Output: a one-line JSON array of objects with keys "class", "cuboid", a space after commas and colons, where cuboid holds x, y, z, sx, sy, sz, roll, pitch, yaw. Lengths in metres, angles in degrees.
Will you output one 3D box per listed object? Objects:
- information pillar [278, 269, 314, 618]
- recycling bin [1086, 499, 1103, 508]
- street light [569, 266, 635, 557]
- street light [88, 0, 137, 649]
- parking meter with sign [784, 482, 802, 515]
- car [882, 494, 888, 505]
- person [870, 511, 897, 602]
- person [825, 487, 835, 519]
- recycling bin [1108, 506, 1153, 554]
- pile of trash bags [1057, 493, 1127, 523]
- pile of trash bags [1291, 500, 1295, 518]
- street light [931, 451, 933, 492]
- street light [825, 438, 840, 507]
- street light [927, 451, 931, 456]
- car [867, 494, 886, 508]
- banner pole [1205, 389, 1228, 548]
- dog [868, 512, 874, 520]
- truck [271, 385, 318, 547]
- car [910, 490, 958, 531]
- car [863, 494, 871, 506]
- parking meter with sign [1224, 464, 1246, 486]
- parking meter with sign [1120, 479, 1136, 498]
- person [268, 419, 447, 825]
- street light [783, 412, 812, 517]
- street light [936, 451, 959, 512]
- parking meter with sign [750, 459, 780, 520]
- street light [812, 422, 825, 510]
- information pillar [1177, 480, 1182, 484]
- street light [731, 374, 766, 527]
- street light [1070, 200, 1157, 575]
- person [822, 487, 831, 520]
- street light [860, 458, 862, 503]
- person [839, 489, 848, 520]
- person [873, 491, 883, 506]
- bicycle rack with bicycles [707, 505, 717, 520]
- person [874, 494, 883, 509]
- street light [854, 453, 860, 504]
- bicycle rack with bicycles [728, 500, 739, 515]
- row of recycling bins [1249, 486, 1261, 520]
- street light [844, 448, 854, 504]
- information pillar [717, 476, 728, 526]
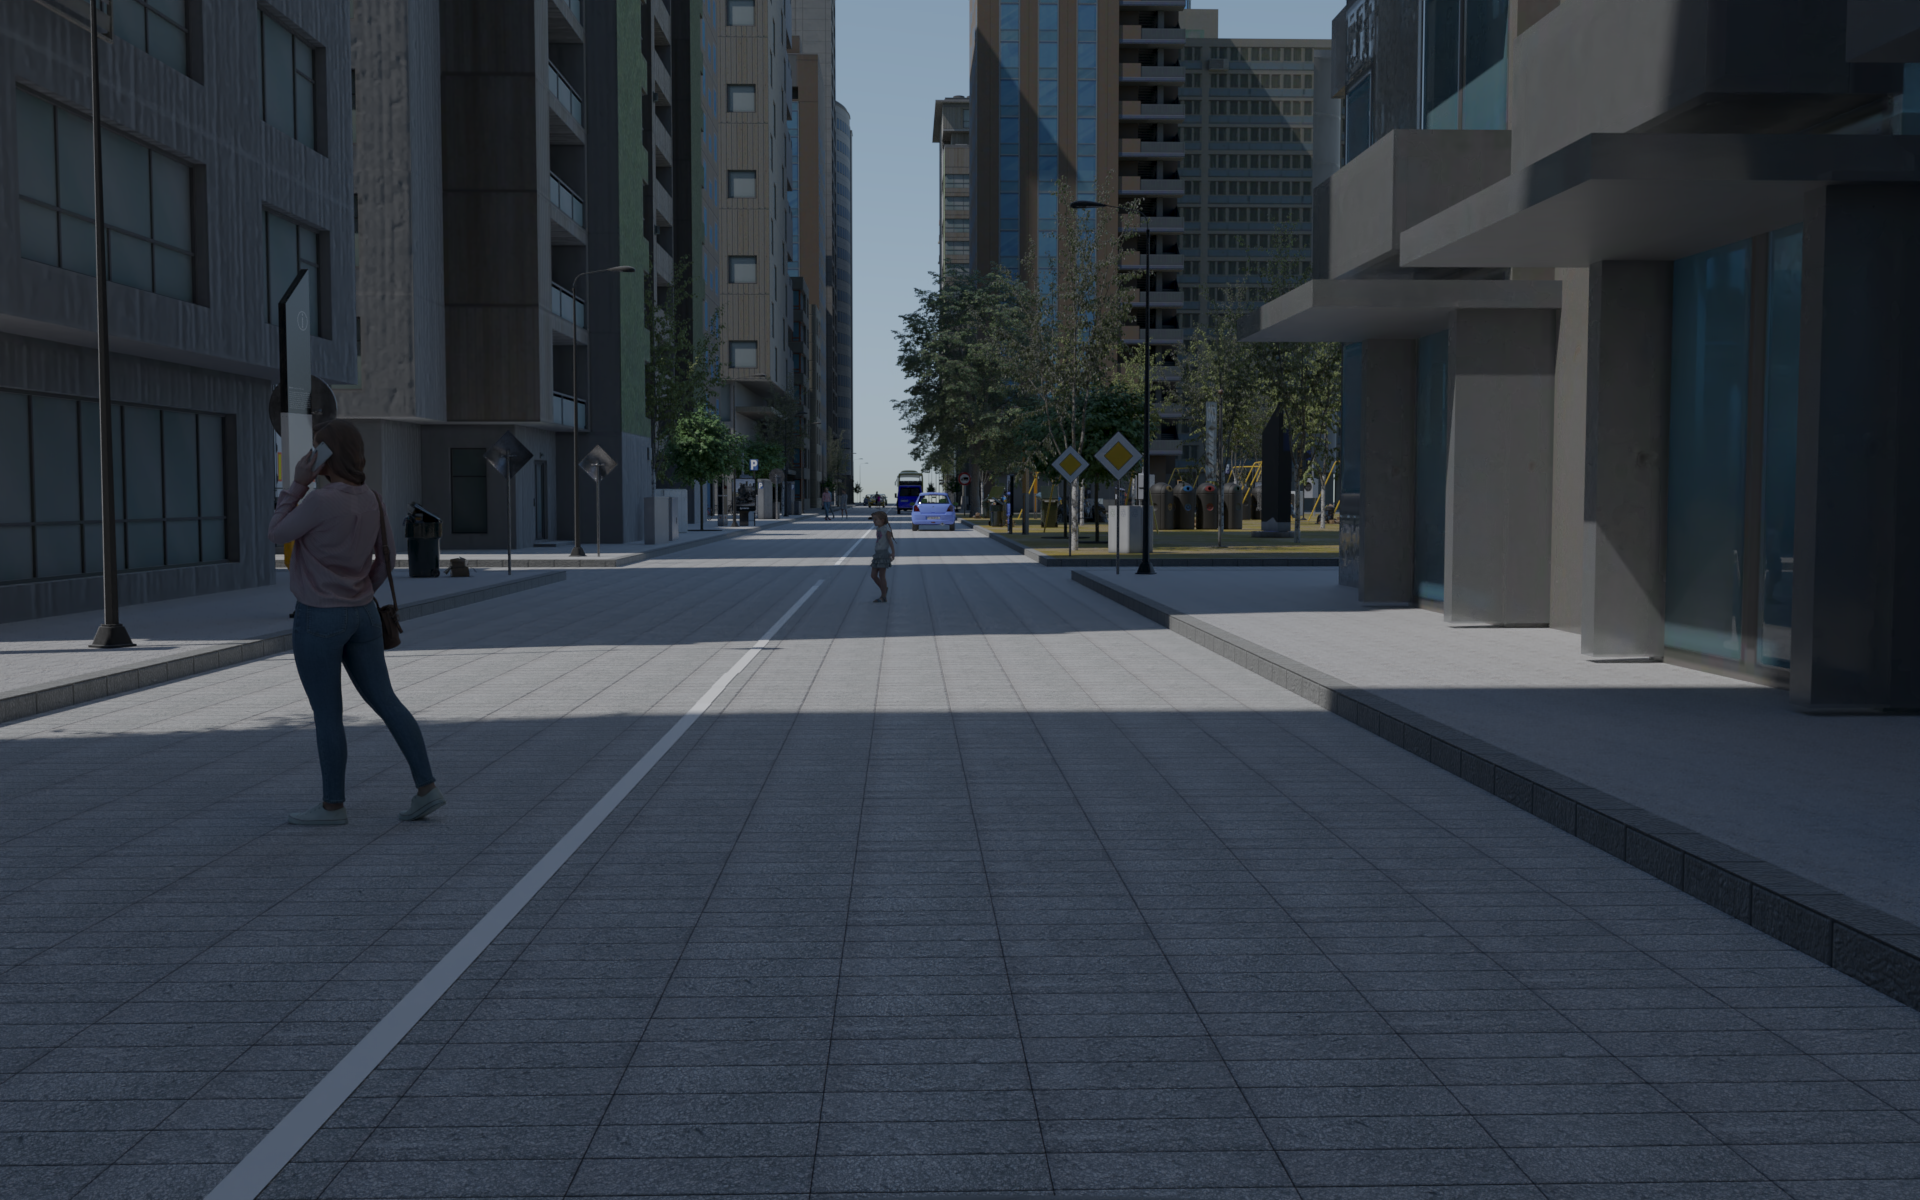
[{"class": "information pillar", "cuboid": [-6.833, -1.622, 17.872, 0.183, 3.616, 0.504, 1, 4, 8]}, {"class": "recycling bin", "cuboid": [7.479, -5.116, 96.198, 0.722, 1.027, 0.722, 2, 4, 27]}, {"class": "street light", "cuboid": [-7.311, -3.846, 35.425, 1.470, 5.913, 1.316, 0, 4, -2]}, {"class": "street light", "cuboid": [-6.572, -2.558, 14.368, 1.470, 5.913, 1.316, 0, 4, -2]}, {"class": "parking meter with sign", "cuboid": [-10.452, -6.674, 105.382, 1.738, 3.016, 0.543, 2, 4, 26]}, {"class": "car", "cuboid": [-10.136, -12.905, 219.798, 1.959, 1.807, 4.718, 0, 4, -1]}, {"class": "person", "cuboid": [-0.969, -0.576, 22.938, 0.382, 1.210, 0.505, -2, 4, -35]}, {"class": "person", "cuboid": [-7.702, -5.691, 101.403, 0.748, 1.841, 0.638, 3, 5, 43]}, {"class": "recycling bin", "cuboid": [3.715, -1.536, 37.675, 0.722, 1.027, 0.722, -2, 4, -33]}, {"class": "pile of trash bags", "cuboid": [6.067, -4.203, 78.472, 3.447, 1.369, 1.912, -2, 4, -26]}, {"class": "pile of trash bags", "cuboid": [16.230, -5.074, 92.707, 3.447, 1.369, 1.912, -2, 4, -32]}, {"class": "street light", "cuboid": [-1.640, -11.142, 154.717, 1.470, 5.913, 1.316, 0, 4, -2]}, {"class": "street light", "cuboid": [-10.760, -10.415, 142.831, 1.470, 5.913, 1.316, 0, 4, -2]}, {"class": "street light", "cuboid": [-2.792, -13.101, 186.736, 1.470, 5.913, 1.316, 0, 4, -2]}, {"class": "car", "cuboid": [-8.766, -10.521, 182.244, 2.015, 1.641, 3.980, 0, 4, -1]}, {"class": "banner pole", "cuboid": [6.084, -3.139, 41.345, 0.401, 3.779, 0.863, 3, 5, 43]}, {"class": "dog", "cuboid": [-4.876, -4.667, 96.497, 0.550, 0.427, 0.748, 0, 4, 7]}, {"class": "truck", "cuboid": [-17.519, -2.562, 30.807, 11.283, 4.237, 2.839, 0, 4, -4]}, {"class": "car", "cuboid": [-1.029, -3.587, 68.243, 1.945, 1.707, 3.694, 0, 4, 0]}, {"class": "car", "cuboid": [-10.802, -12.137, 210.444, 2.014, 1.417, 4.499, 0, 4, 0]}, {"class": "parking meter with sign", "cuboid": [16.144, -6.344, 99.988, 1.738, 3.016, 0.543, 2, 4, 32]}, {"class": "parking meter with sign", "cuboid": [9.753, -6.320, 99.588, 0.543, 3.016, 1.738, -2, 4, -34]}, {"class": "person", "cuboid": [-2.590, 0.098, 7.491, 0.643, 1.750, 0.593, 1, 4, 21]}, {"class": "street light", "cuboid": [-9.318, -7.679, 98.086, 1.470, 5.913, 1.316, 0, 4, -2]}, {"class": "street light", "cuboid": [-0.767, -9.230, 123.459, 1.470, 5.913, 1.316, 0, 4, -2]}, {"class": "parking meter with sign", "cuboid": [-9.824, -5.583, 87.539, 0.543, 3.016, 1.738, 2, 4, 35]}, {"class": "street light", "cuboid": [-9.655, -8.529, 111.995, 1.470, 5.913, 1.316, 0, 4, -2]}, {"class": "information pillar", "cuboid": [11.687, -5.345, 91.877, 0.304, 2.012, 0.304, 0, 4, 5]}, {"class": "street light", "cuboid": [-8.189, -5.777, 67.001, 1.470, 5.913, 1.316, 0, 4, -2]}, {"class": "street light", "cuboid": [2.438, -3.366, 27.569, 1.470, 5.913, 1.316, 0, 4, -2]}, {"class": "person", "cuboid": [-7.266, -5.245, 94.261, 0.555, 1.821, 0.388, -3, 4, -37]}, {"class": "street light", "cuboid": [-13.323, -15.478, 225.598, 1.470, 5.913, 1.316, 0, 4, -2]}, {"class": "person", "cuboid": [-6.507, -5.374, 97.119, 0.466, 1.731, 0.760, 1, 4, 12]}, {"class": "person", "cuboid": [-8.192, -9.971, 172.312, 1.217, 1.735, 0.721, 2, 4, 34]}, {"class": "bicycle rack with bicycles", "cuboid": [-13.714, -4.359, 84.652, 2.852, 0.926, 2.925, -2, 4, -33]}, {"class": "person", "cuboid": [-7.519, -9.123, 160.891, 0.991, 1.433, 0.599, -1, 4, -18]}, {"class": "street light", "cuboid": [-12.331, -13.591, 194.759, 1.470, 5.913, 1.316, 0, 4, -2]}, {"class": "bicycle rack with bicycles", "cuboid": [-14.032, -5.532, 103.836, 2.925, 0.926, 2.852, -3, 5, -45]}, {"class": "row of recycling bins", "cuboid": [13.640, -4.827, 86.042, 3.534, 1.692, 1.069, -1, 4, -9]}, {"class": "street light", "cuboid": [-11.683, -12.302, 173.673, 1.470, 5.913, 1.316, 0, 4, -2]}, {"class": "information pillar", "cuboid": [-9.540, -3.980, 69.566, 0.304, 2.012, 0.304, 2, 4, 30]}]
